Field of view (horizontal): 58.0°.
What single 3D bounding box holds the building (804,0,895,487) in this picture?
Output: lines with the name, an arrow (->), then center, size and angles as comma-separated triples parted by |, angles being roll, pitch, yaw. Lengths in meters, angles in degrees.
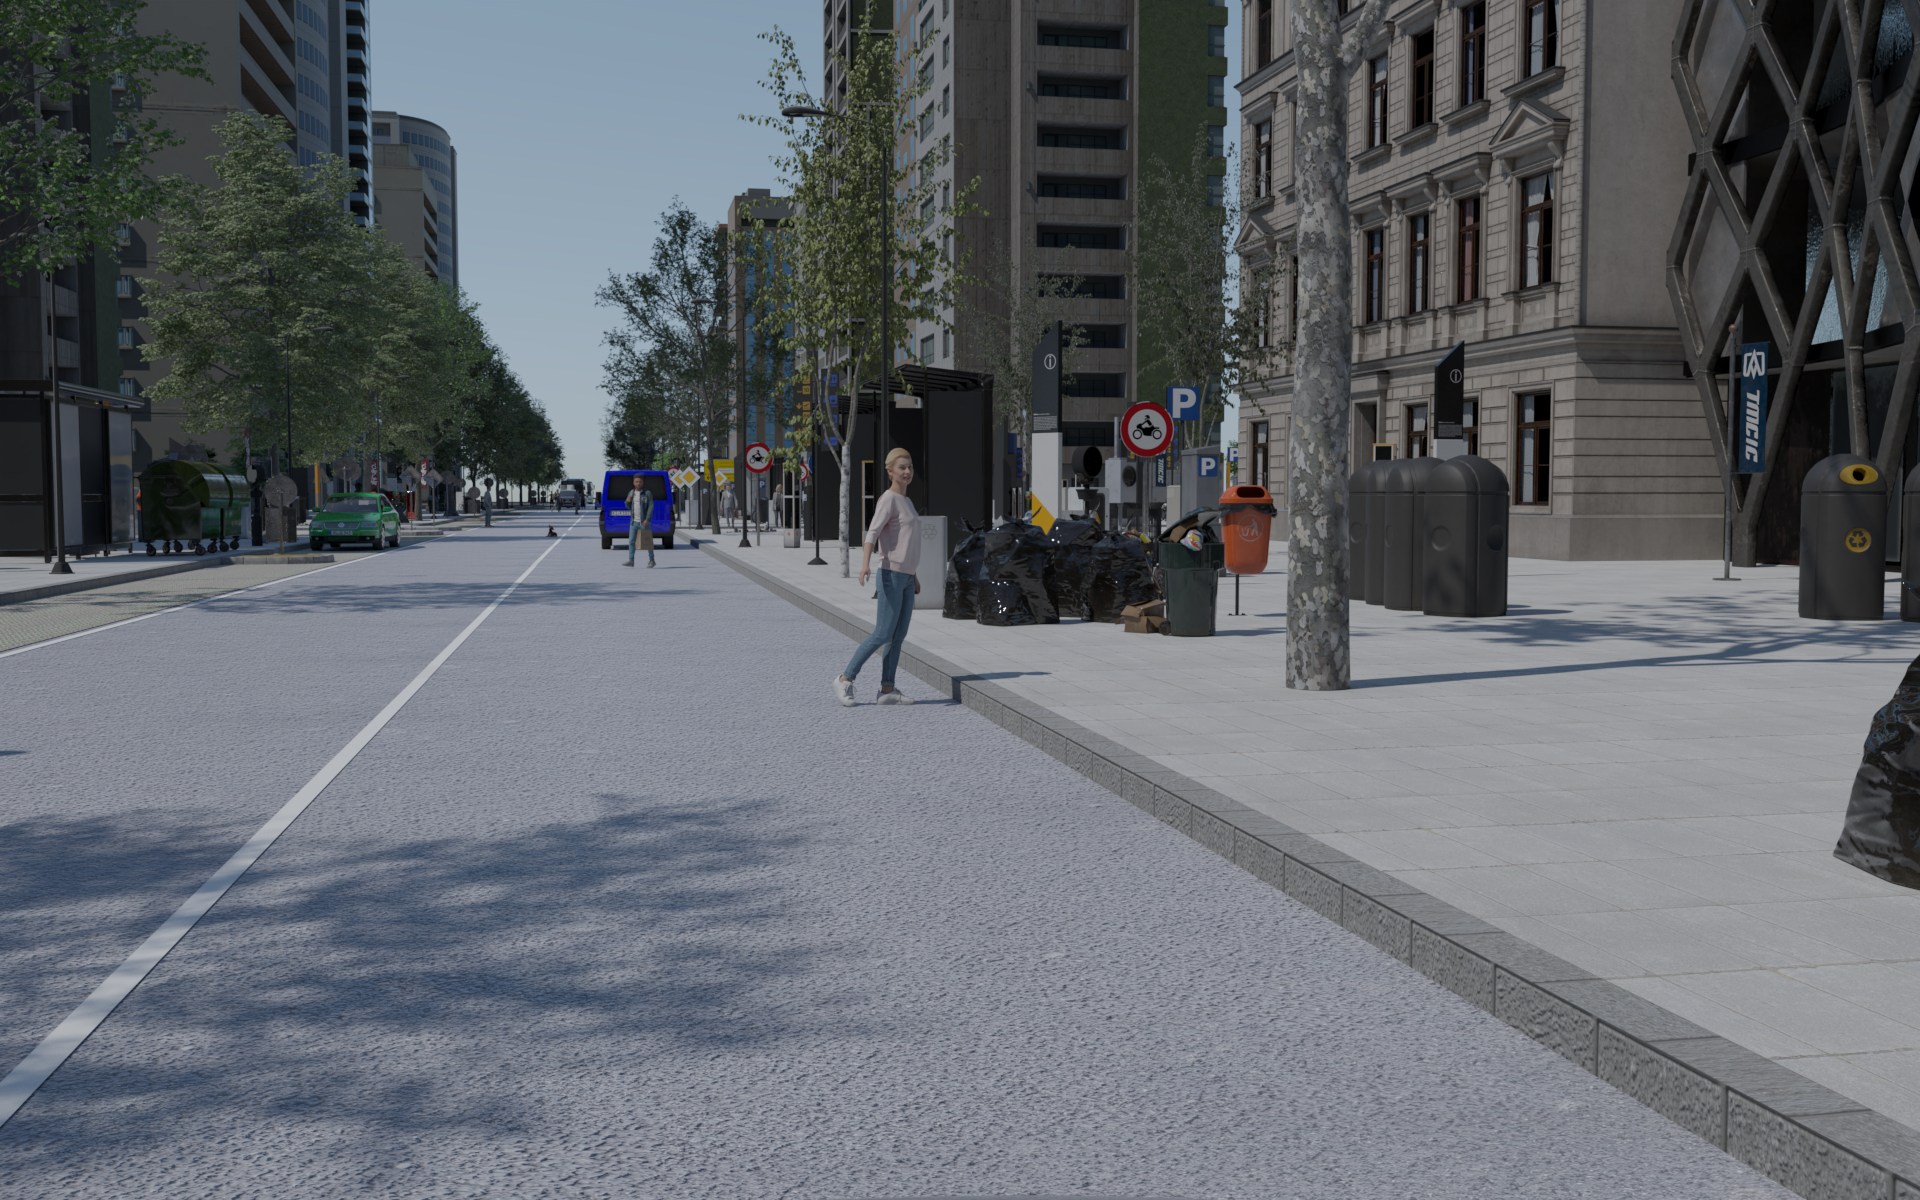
building -> -1.558, -42.714, 136.627 | 20.563, 71.187, 20.611 | -1, 4, -12

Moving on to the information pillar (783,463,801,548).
information pillar -> -3.999, -2.243, 41.161 | 0.304, 2.012, 0.304 | 2, 4, 24

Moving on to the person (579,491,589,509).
person -> -35.838, -9.512, 164.734 | 1.217, 1.743, 0.721 | 0, 4, -3

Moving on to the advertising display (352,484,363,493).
advertising display -> -39.710, -6.673, 114.315 | 0.974, 1.923, 0.123 | 0, 4, -1

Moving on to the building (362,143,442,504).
building -> -84.570, -37.780, 241.397 | 21.300, 48.544, 21.600 | -1, 4, -12

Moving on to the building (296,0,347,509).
building -> -65.475, -37.115, 148.823 | 21.231, 58.520, 28.212 | -1, 4, -12

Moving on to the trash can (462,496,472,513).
trash can -> -33.112, -6.414, 116.525 | 0.748, 1.137, 0.748 | 0, 3, 0

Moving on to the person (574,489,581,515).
person -> -26.780, -6.898, 121.490 | 0.583, 1.804, 0.606 | -3, 5, -41

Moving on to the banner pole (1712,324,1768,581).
banner pole -> 11.501, -2.167, 25.440 | 0.401, 3.779, 0.863 | -2, 4, -24

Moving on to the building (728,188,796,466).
building -> -26.422, -36.910, 253.593 | 14.600, 45.320, 14.200 | -1, 4, -12

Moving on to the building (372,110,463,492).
building -> -88.784, -44.257, 265.607 | 21.231, 58.520, 28.212 | -1, 4, -12

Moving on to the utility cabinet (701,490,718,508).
utility cabinet -> -14.852, -5.760, 102.857 | 1.173, 1.500, 0.318 | 0, 4, -3

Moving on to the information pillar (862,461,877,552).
information pillar -> -2.011, -2.077, 38.454 | 0.304, 2.012, 0.304 | 0, 4, -7

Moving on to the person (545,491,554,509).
person -> -38.453, -9.410, 163.076 | 1.217, 1.735, 0.721 | 0, 4, 1

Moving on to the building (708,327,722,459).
building -> -36.264, -32.135, 297.105 | 14.160, 30.474, 14.107 | -1, 4, -12

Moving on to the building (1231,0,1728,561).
building -> 14.379, -10.859, 42.174 | 10.561, 19.102, 19.286 | -1, 4, -12

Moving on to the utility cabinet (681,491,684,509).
utility cabinet -> -22.354, -7.873, 137.403 | 1.173, 1.500, 0.318 | 3, 5, 43

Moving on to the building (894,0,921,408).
building -> 3.689, -28.287, 112.605 | 14.600, 45.320, 14.200 | -1, 4, -12

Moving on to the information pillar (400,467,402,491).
information pillar -> -42.969, -8.646, 132.720 | 0.504, 3.616, 0.183 | 1, 4, 15

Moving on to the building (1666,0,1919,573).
building -> 21.228, -9.648, 25.195 | 16.820, 18.784, 16.811 | -1, 4, -12

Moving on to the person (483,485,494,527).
person -> -20.712, -4.123, 76.017 | 0.391, 1.810, 0.635 | -2, 4, -25

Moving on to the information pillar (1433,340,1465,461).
information pillar -> 7.425, -2.138, 26.313 | 0.504, 3.616, 0.183 | -1, 4, -19

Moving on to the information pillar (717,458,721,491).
information pillar -> -15.805, -7.352, 111.552 | 0.504, 3.616, 0.183 | 1, 4, 11

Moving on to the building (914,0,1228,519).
building -> 5.565, -19.746, 94.556 | 14.107, 30.474, 14.160 | -1, 4, -12

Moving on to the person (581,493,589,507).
person -> -41.904, -11.237, 192.218 | 1.348, 1.826, 0.705 | -1, 4, -20

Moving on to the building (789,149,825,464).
building -> -5.940, -30.956, 198.006 | 32.217, 40.220, 23.993 | -1, 4, -12

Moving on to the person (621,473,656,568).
person -> -6.120, -1.516, 33.278 | 0.794, 1.824, 0.713 | 3, 5, 39

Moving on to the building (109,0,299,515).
building -> -55.225, -29.781, 110.623 | 21.300, 48.544, 21.600 | -1, 4, -12

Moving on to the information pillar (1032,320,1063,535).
information pillar -> 1.193, -1.967, 23.522 | 0.504, 3.616, 0.183 | 3, 5, 44

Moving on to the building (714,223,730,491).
building -> -27.773, -37.963, 275.322 | 22.147, 44.769, 28.867 | -1, 4, -12

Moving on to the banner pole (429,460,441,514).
banner pole -> -34.239, -7.514, 112.873 | 0.401, 3.779, 0.863 | 3, 4, 38

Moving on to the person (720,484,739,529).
person -> -9.028, -3.623, 67.862 | 0.709, 1.813, 0.853 | 0, 4, -8

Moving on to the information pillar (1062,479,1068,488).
information pillar -> 5.218, -5.053, 87.107 | 0.304, 2.012, 0.304 | -1, 4, -19

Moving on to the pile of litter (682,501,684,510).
pile of litter -> -21.241, -7.441, 135.619 | 1.719, 0.858, 1.176 | 3, 4, 38

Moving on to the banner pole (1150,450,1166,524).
banner pole -> 8.396, -5.121, 73.751 | 0.863, 3.779, 0.401 | 0, 4, -1

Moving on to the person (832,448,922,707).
person -> -0.575, -0.154, 11.690 | 0.598, 1.740, 0.731 | 0, 4, 7

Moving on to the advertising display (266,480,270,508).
advertising display -> -30.896, -4.434, 77.712 | 0.123, 1.923, 0.974 | -3, 5, -39

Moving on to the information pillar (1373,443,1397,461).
information pillar -> 6.196, -1.272, 25.297 | 0.304, 2.012, 0.304 | 1, 4, 23

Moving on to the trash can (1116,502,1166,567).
trash can -> 3.258, -1.159, 30.606 | 0.748, 1.137, 0.748 | 0, 3, 0

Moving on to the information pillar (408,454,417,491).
information pillar -> -28.153, -5.983, 89.169 | 0.504, 3.616, 0.183 | -1, 4, -21

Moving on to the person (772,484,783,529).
person -> -6.769, -3.487, 65.688 | 0.709, 1.800, 0.728 | 0, 4, 4

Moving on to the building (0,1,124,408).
building -> -49.692, -19.034, 82.912 | 14.160, 30.474, 14.107 | -1, 4, -12

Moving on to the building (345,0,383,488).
building -> -71.590, -52.906, 177.681 | 22.319, 86.520, 31.000 | -1, 4, -12

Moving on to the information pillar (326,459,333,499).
information pillar -> -40.550, -7.347, 111.478 | 0.183, 3.616, 0.504 | 2, 4, 28

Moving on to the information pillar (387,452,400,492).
information pillar -> -29.485, -6.026, 89.874 | 0.504, 3.616, 0.183 | 1, 4, 8

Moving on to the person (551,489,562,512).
person -> -32.367, -7.981, 138.951 | 0.822, 1.834, 0.622 | 0, 4, 6

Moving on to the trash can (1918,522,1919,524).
trash can -> 5.321, 0.170, 8.881 | 0.748, 1.137, 0.748 | 0, 3, 0

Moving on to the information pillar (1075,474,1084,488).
information pillar -> 3.773, -3.002, 53.577 | 0.304, 2.012, 0.304 | -3, 5, -44

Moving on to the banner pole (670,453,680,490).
banner pole -> -17.377, -7.057, 105.397 | 0.863, 3.779, 0.401 | -3, 5, -43

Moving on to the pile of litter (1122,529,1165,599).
pile of litter -> 2.203, -0.462, 21.511 | 1.719, 0.858, 1.176 | 2, 4, 28
